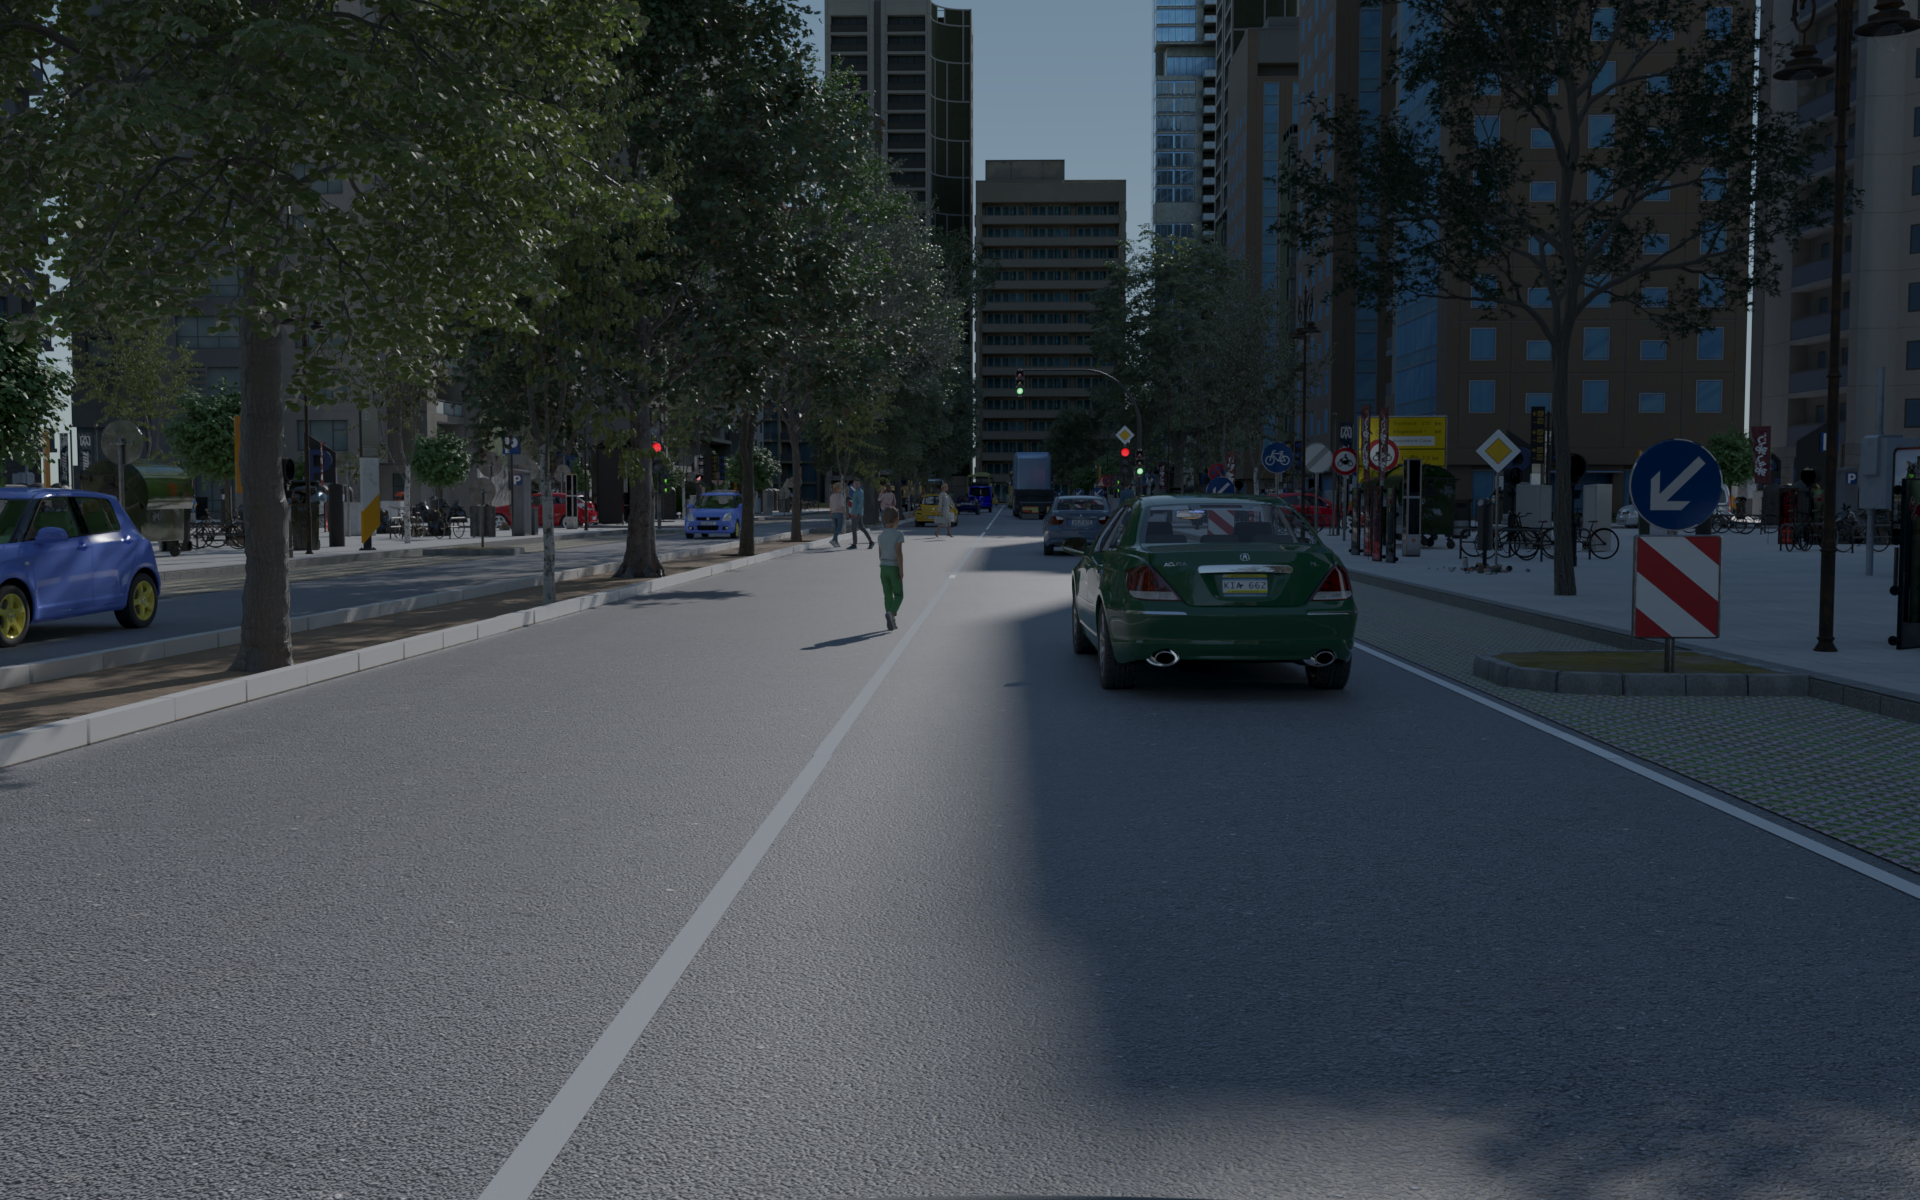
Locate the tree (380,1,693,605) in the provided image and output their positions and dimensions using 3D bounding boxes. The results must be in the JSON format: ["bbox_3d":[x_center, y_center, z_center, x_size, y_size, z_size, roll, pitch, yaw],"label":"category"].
[{"bbox_3d":[-5.249,-4.218,21.790,4.737,8.622,4.395,0,3,0],"label":"tree"}]

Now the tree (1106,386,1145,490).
[{"bbox_3d":[10.018,-8.648,91.755,4.360,8.622,3.978,0,3,0],"label":"tree"}]

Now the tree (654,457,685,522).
[{"bbox_3d":[-13.665,-5.187,79.401,1.663,3.219,1.824,0,3,0],"label":"tree"}]

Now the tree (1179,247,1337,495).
[{"bbox_3d":[8.899,-6.180,51.398,4.360,8.622,3.978,0,3,0],"label":"tree"}]

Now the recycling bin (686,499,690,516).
[{"bbox_3d":[-17.575,-6.189,113.745,0.722,1.027,0.722,-1,4,-11],"label":"recycling bin"}]

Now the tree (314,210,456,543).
[{"bbox_3d":[-14.503,-5.789,45.018,4.360,8.622,3.978,0,3,0],"label":"tree"}]

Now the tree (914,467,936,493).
[{"bbox_3d":[-3.049,-9.261,104.231,4.737,8.622,4.395,0,3,0],"label":"tree"}]

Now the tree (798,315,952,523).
[{"bbox_3d":[-4.257,-10.066,85.171,7.486,12.596,7.792,0,3,0],"label":"tree"}]

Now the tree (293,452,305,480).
[{"bbox_3d":[-30.328,-5.234,80.175,1.663,3.219,1.824,0,3,0],"label":"tree"}]

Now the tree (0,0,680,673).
[{"bbox_3d":[-5.721,-5.719,14.090,7.486,12.596,7.792,0,3,0],"label":"tree"}]

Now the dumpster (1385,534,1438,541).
[{"bbox_3d":[12.566,-2.813,48.481,1.502,2.255,1.985,0,4,2],"label":"dumpster"}]

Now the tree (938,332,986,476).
[{"bbox_3d":[-3.412,-10.728,94.864,9.611,12.733,9.660,0,3,0],"label":"tree"}]

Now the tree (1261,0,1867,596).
[{"bbox_3d":[7.346,-5.339,21.706,7.601,10.594,8.767,0,4,0],"label":"tree"}]

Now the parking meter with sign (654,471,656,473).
[{"bbox_3d":[-26.267,-9.154,145.930,0.543,3.016,1.738,0,4,4],"label":"parking meter with sign"}]

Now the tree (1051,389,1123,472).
[{"bbox_3d":[12.187,-13.432,154.023,8.767,10.594,7.601,-1,4,-19],"label":"tree"}]

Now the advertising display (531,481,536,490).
[{"bbox_3d":[-22.141,-5.089,88.411,0.974,1.923,0.123,0,4,2],"label":"advertising display"}]

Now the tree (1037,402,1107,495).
[{"bbox_3d":[13.893,-18.240,215.232,9.611,12.733,9.660,0,3,0],"label":"tree"}]

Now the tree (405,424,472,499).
[{"bbox_3d":[-24.468,-5.982,81.525,4.285,4.588,4.351,0,3,0],"label":"tree"}]

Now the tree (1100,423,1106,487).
[{"bbox_3d":[10.162,-9.412,104.242,4.360,8.622,3.978,0,3,0],"label":"tree"}]

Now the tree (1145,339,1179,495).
[{"bbox_3d":[8.782,-6.554,57.514,4.360,8.622,3.978,0,3,0],"label":"tree"}]

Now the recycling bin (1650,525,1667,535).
[{"bbox_3d":[20.499,-2.319,50.462,0.722,1.027,0.722,1,4,22],"label":"recycling bin"}]

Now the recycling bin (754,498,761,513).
[{"bbox_3d":[-13.633,-6.256,114.845,0.722,1.027,0.722,1,4,15],"label":"recycling bin"}]

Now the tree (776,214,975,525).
[{"bbox_3d":[-4.060,-10.229,76.363,9.857,13.997,8.962,0,3,0],"label":"tree"}]

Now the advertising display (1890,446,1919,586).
[{"bbox_3d":[12.982,-1.121,23.541,0.123,1.923,0.974,0,4,-1],"label":"advertising display"}]

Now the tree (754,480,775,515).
[{"bbox_3d":[-12.687,-7.004,109.124,1.663,3.219,1.824,0,3,0],"label":"tree"}]

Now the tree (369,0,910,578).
[{"bbox_3d":[-5.469,-6.731,29.520,9.611,12.733,9.660,0,3,0],"label":"tree"}]

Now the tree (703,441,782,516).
[{"bbox_3d":[-12.122,-7.203,101.478,4.285,4.588,4.351,0,3,0],"label":"tree"}]

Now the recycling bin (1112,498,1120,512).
[{"bbox_3d":[10.058,-5.884,108.764,0.722,1.027,0.722,-3,4,-36],"label":"recycling bin"}]

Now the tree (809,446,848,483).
[{"bbox_3d":[-10.412,-13.689,158.221,7.601,10.594,8.767,0,4,4],"label":"tree"}]

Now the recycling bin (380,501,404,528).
[{"bbox_3d":[-20.793,-3.116,63.505,0.722,1.027,0.722,0,4,-4],"label":"recycling bin"}]

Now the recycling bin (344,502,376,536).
[{"bbox_3d":[-18.492,-2.493,53.318,0.722,1.027,0.722,2,4,32],"label":"recycling bin"}]

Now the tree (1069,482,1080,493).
[{"bbox_3d":[13.239,-12.492,198.851,1.663,3.219,1.824,0,3,0],"label":"tree"}]

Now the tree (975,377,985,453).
[{"bbox_3d":[-2.603,-13.254,125.822,9.857,13.997,8.962,0,3,0],"label":"tree"}]

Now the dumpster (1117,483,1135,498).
[{"bbox_3d":[12.023,-7.427,123.926,1.502,2.255,1.985,0,4,2],"label":"dumpster"}]

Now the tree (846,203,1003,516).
[{"bbox_3d":[-4.003,-15.555,112.669,12.611,20.169,13.585,0,3,0],"label":"tree"}]

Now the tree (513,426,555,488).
[{"bbox_3d":[-25.223,-9.428,104.516,4.360,8.622,3.978,0,3,0],"label":"tree"}]

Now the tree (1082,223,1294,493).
[{"bbox_3d":[10.475,-10.703,81.643,9.857,13.997,8.962,0,3,0],"label":"tree"}]

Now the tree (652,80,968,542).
[{"bbox_3d":[-4.850,-8.455,51.062,12.009,13.543,11.850,0,3,0],"label":"tree"}]

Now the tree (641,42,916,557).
[{"bbox_3d":[-4.801,-6.800,39.388,9.928,11.665,9.643,0,3,0],"label":"tree"}]

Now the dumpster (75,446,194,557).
[{"bbox_3d":[-16.493,-1.965,34.616,1.502,2.255,1.985,0,4,2],"label":"dumpster"}]

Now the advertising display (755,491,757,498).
[{"bbox_3d":[-17.115,-8.681,147.152,0.123,1.923,0.974,-3,4,-36],"label":"advertising display"}]

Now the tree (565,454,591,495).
[{"bbox_3d":[-18.373,-5.429,83.359,1.663,3.219,1.824,0,3,0],"label":"tree"}]

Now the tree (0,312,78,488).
[{"bbox_3d":[-15.281,-2.617,26.499,4.285,4.588,4.351,0,3,0],"label":"tree"}]

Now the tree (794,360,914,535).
[{"bbox_3d":[-4.031,-6.563,60.131,4.737,8.622,4.395,0,3,0],"label":"tree"}]

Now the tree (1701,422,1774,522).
[{"bbox_3d":[34.983,-5.810,78.708,4.285,4.588,4.351,0,3,0],"label":"tree"}]

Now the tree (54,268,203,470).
[{"bbox_3d":[-24.218,-6.154,50.979,4.737,8.622,4.395,0,3,0],"label":"tree"}]

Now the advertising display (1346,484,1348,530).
[{"bbox_3d":[13.780,-3.477,62.066,0.123,1.923,0.974,0,4,4],"label":"advertising display"}]

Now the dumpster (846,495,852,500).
[{"bbox_3d":[-8.764,-7.800,135.751,1.865,1.857,1.264,0,4,3],"label":"dumpster"}]

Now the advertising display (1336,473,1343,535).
[{"bbox_3d":[11.853,-3.000,54.261,0.123,1.923,0.974,1,4,11],"label":"advertising display"}]

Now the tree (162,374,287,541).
[{"bbox_3d":[-20.129,-3.904,47.539,4.285,4.588,4.351,0,3,0],"label":"tree"}]

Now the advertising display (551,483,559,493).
[{"bbox_3d":[-22.780,-5.622,97.126,0.123,1.923,0.974,1,4,17],"label":"advertising display"}]

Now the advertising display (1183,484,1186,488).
[{"bbox_3d":[18.025,-8.249,140.076,0.123,1.923,0.974,3,5,42],"label":"advertising display"}]

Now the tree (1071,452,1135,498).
[{"bbox_3d":[11.312,-8.845,128.322,4.285,4.588,4.351,0,3,0],"label":"tree"}]
